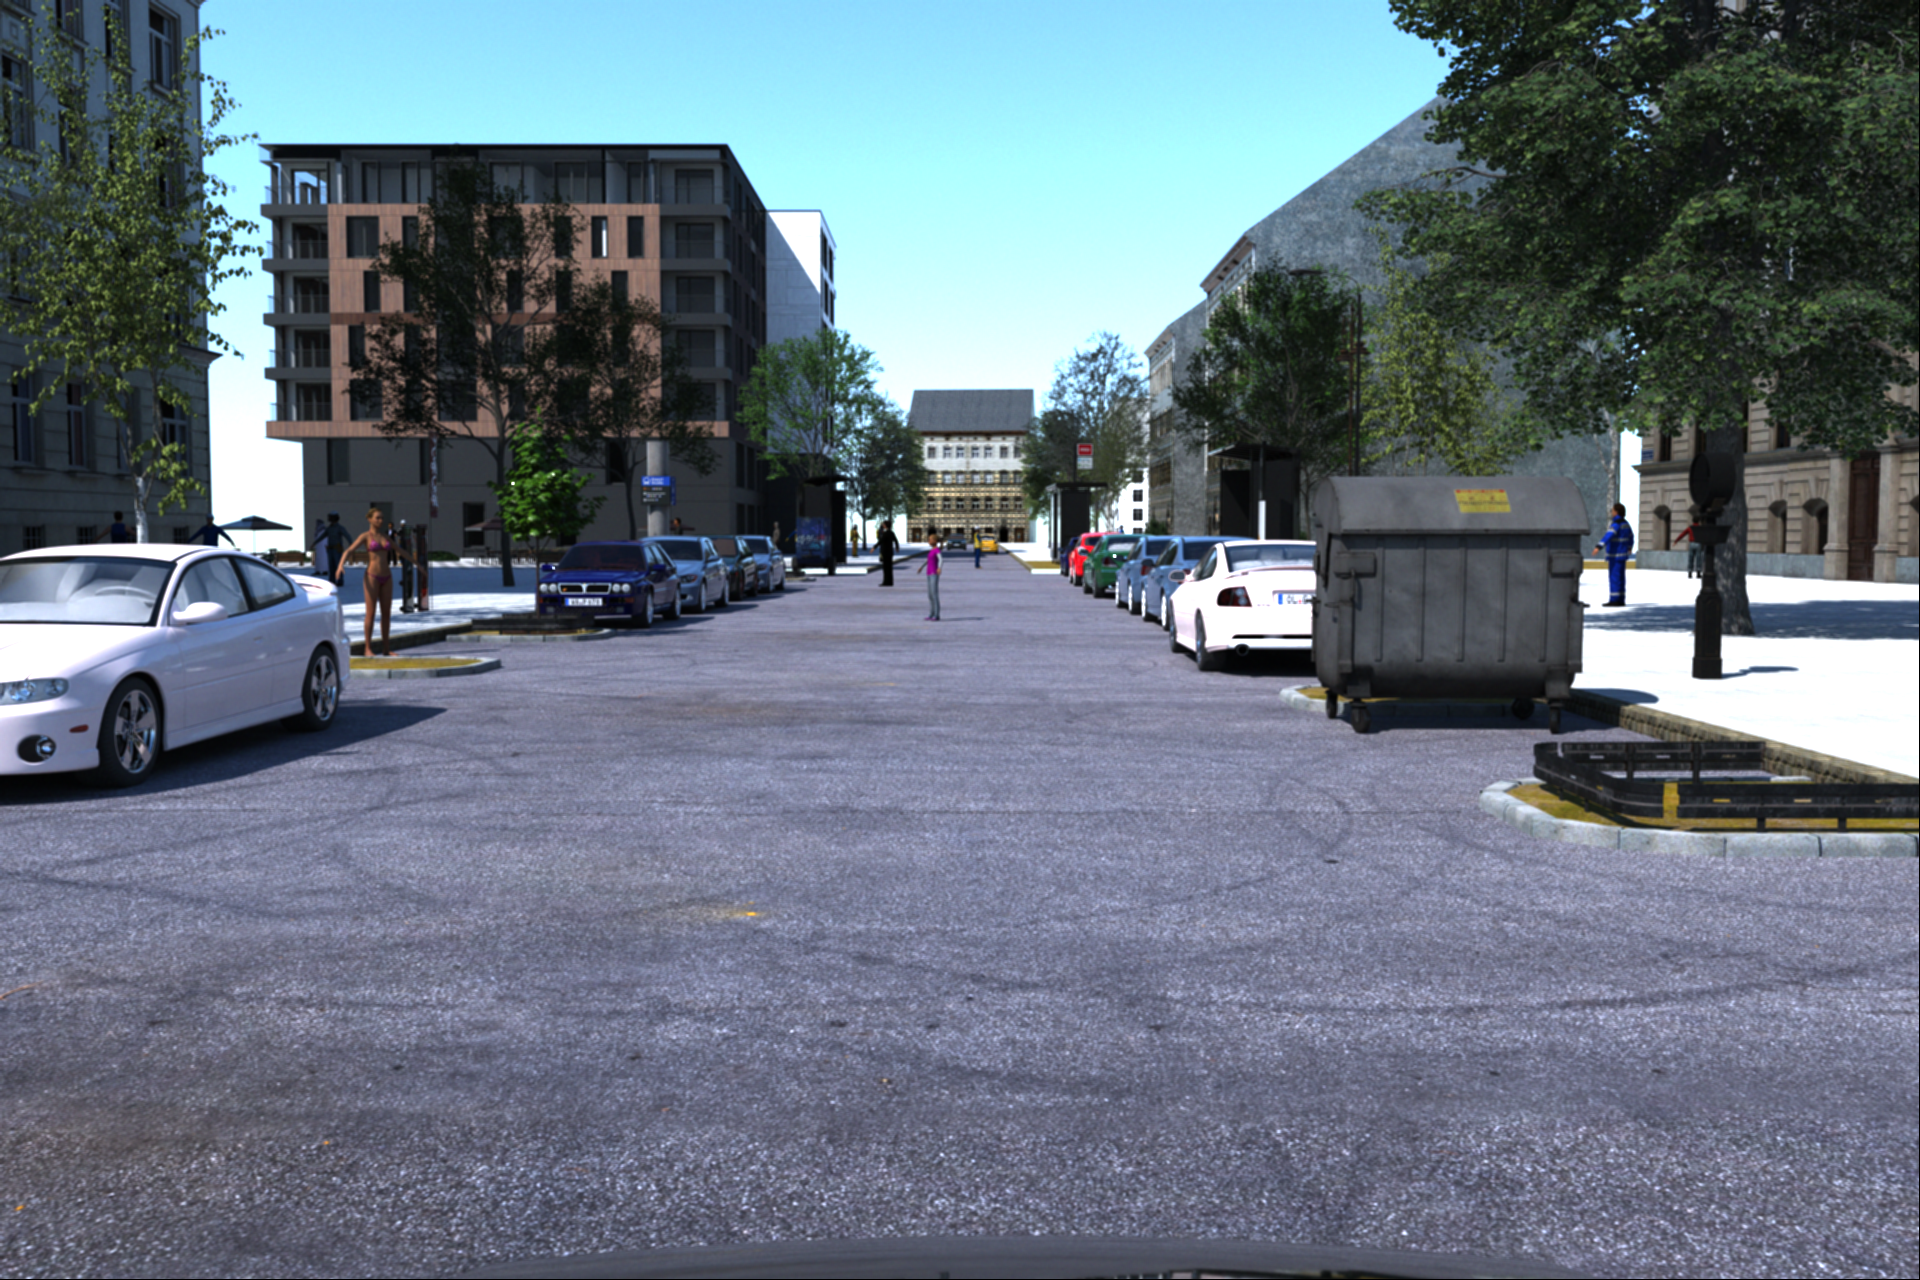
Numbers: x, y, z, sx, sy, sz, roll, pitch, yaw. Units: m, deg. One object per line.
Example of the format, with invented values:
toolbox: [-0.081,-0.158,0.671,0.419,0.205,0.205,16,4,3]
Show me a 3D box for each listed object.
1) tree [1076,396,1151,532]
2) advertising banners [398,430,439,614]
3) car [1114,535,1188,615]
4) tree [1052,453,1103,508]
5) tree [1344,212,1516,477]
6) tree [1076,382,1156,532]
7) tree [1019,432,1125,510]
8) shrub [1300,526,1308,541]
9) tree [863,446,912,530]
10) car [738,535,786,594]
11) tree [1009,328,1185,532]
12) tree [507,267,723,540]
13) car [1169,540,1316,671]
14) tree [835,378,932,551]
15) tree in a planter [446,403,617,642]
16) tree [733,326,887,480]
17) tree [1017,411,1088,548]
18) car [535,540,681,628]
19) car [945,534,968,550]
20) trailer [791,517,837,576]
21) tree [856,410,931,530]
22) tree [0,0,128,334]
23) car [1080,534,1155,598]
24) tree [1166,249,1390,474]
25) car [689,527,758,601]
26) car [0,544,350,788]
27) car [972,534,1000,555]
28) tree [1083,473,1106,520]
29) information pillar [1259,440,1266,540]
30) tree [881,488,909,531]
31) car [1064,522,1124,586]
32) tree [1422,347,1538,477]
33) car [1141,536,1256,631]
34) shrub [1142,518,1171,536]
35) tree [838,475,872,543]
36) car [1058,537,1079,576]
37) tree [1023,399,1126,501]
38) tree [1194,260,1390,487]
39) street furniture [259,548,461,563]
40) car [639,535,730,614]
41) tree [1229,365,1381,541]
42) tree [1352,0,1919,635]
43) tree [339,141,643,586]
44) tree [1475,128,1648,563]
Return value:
tree: [7.777,-8.729,93.078,4.360,8.622,3.978,0,3,0]
advertising banners: [-8.958,-1.994,28.784,0.090,3.025,2.074,0,4,1]
car: [3.884,-1.221,31.973,2.014,1.417,4.499,0,4,0]
tree: [8.493,-10.946,129.335,4.737,8.622,4.395,0,3,0]
tree: [10.469,-5.455,39.554,4.737,8.622,4.395,0,3,0]
tree: [7.350,-8.158,83.744,4.360,8.622,3.978,0,3,0]
tree: [8.997,-12.699,142.043,8.767,10.594,7.601,-1,4,-18]
shrub: [14.417,-4.395,75.901,1.661,2.075,1.752,0,3,0]
tree: [-6.645,-11.885,144.680,4.360,8.622,3.978,0,3,0]
car: [-5.364,-1.894,42.973,2.014,1.417,4.499,0,4,1]
tree: [8.220,-11.755,102.557,12.009,13.543,11.850,0,3,0]
tree: [-11.818,-7.748,61.099,7.601,10.594,8.767,1,4,9]
car: [3.443,-0.433,19.444,2.083,1.381,4.827,0,4,1]
tree: [-7.549,-13.729,134.833,12.009,13.543,11.850,0,3,0]
tree in a planter: [-5.826,-1.628,23.841,1.991,3.239,1.994,0,4,0]
tree: [-7.346,-9.767,85.446,9.928,11.665,9.643,0,3,0]
tree: [8.604,-14.714,158.695,7.486,12.596,7.792,0,3,0]
car: [-5.561,-0.918,27.598,1.945,1.354,3.894,0,4,1]
car: [-0.287,-8.781,153.358,2.009,1.686,4.222,0,4,0]
trailer: [-5.050,-3.193,59.257,1.471,1.999,3.904,0,4,0]
tree: [-6.116,-14.681,158.166,7.486,12.596,7.792,0,3,0]
tree: [-11.993,-4.162,18.405,4.360,8.622,3.978,0,3,0]
car: [3.881,-1.731,40.100,2.131,1.459,4.920,0,4,0]
tree: [10.472,-7.549,57.840,8.767,10.594,7.601,3,4,39]
car: [-5.501,-1.740,38.236,2.009,1.686,4.222,0,4,0]
car: [-5.570,0.065,11.300,2.083,1.381,4.827,0,4,1]
car: [1.835,-6.815,121.644,2.015,1.641,3.980,0,4,1]
tree: [20.175,-21.135,255.932,12.009,13.543,11.850,0,3,0]
information pillar: [7.559,-3.179,43.338,0.183,3.616,0.504,0,4,1]
tree: [-7.169,-13.417,169.727,4.360,8.622,3.978,0,3,0]
car: [4.041,-2.442,48.975,2.155,1.783,4.494,0,4,1]
tree: [19.958,-7.165,67.509,4.737,8.622,4.395,0,3,0]
car: [3.862,-0.907,26.834,2.014,1.417,4.499,0,4,0]
shrub: [8.431,-4.313,74.929,1.690,2.028,1.600,0,3,0]
tree: [-16.099,-19.861,259.145,7.601,10.594,8.767,0,4,8]
car: [4.377,-2.890,59.831,1.945,1.354,3.894,0,4,1]
tree: [7.988,-11.273,118.732,7.601,10.594,8.767,-3,5,-44]
tree: [12.780,-8.650,67.189,9.928,11.665,9.643,0,3,0]
street furniture: [-27.368,-3.974,80.601,5.734,0.657,10.072,3,5,40]
car: [-5.441,-1.262,32.638,2.014,1.417,4.499,0,4,1]
tree: [16.335,-9.047,82.331,7.601,10.594,8.767,1,4,9]
tree: [9.775,-7.042,21.789,9.857,13.997,8.962,0,3,0]
tree: [-11.419,-6.590,42.163,7.601,10.594,8.767,-1,4,-21]
tree: [29.741,-13.594,78.157,12.611,20.169,13.585,0,3,0]
